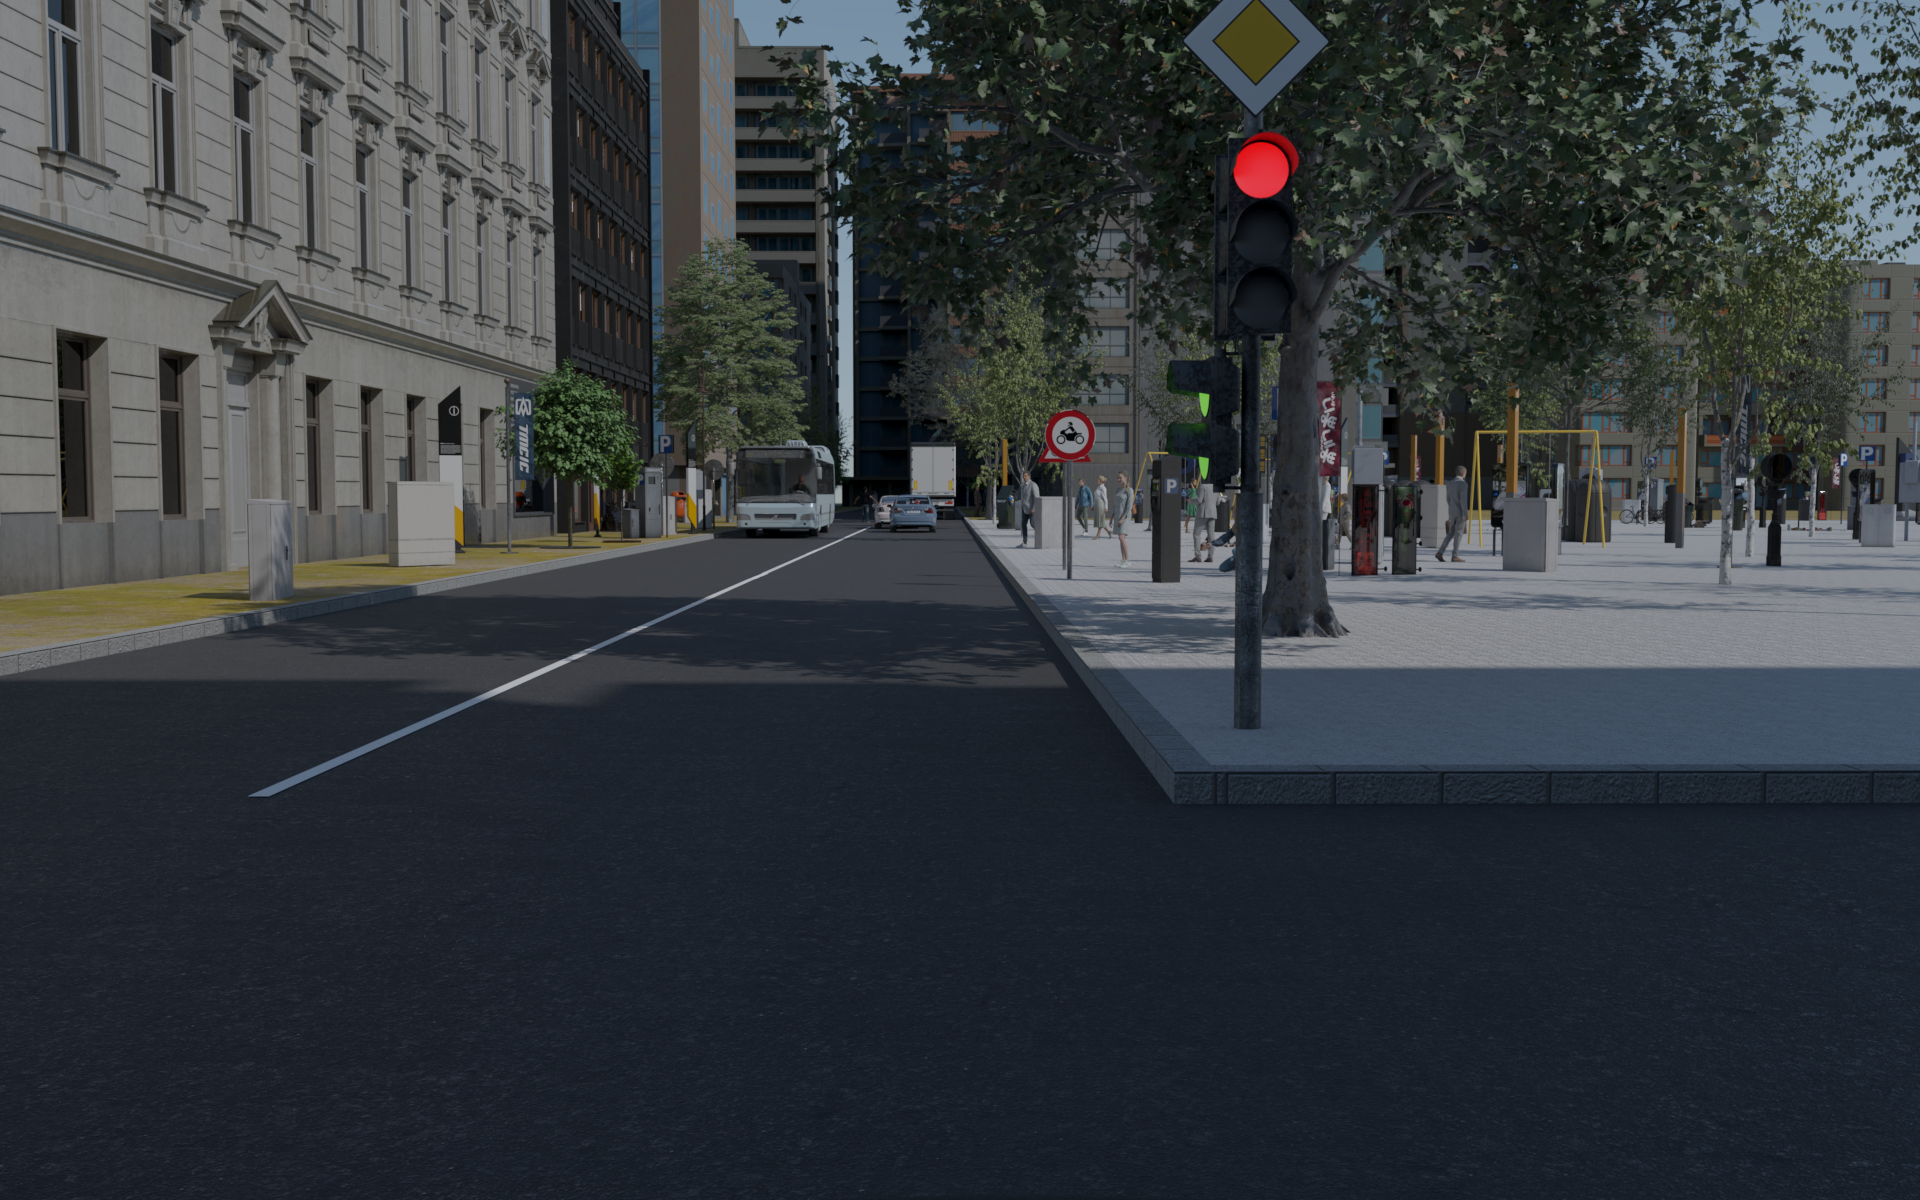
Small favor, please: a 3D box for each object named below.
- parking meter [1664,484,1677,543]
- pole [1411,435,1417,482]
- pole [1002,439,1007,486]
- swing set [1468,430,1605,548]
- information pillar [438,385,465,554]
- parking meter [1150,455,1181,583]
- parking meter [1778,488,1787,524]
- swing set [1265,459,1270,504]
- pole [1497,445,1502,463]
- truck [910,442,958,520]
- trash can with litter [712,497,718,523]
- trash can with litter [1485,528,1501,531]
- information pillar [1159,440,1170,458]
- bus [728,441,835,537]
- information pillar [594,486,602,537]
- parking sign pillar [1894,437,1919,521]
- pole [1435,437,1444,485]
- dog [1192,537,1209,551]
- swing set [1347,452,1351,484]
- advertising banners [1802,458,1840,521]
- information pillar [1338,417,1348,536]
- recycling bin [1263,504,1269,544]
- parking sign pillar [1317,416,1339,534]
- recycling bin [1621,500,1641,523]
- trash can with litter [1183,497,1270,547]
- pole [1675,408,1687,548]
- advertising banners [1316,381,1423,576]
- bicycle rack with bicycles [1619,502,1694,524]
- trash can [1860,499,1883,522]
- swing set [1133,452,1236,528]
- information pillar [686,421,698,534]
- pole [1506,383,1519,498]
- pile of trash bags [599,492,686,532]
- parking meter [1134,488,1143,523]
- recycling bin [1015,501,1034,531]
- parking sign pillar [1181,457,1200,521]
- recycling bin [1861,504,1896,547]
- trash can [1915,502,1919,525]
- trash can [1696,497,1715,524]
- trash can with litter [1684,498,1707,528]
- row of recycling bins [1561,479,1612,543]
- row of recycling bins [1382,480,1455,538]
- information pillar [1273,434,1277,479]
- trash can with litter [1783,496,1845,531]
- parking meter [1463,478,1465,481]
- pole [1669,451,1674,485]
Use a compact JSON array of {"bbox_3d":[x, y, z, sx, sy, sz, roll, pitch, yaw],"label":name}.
[{"bbox_3d":[18.630,-2.255,45.280,0.372,1.533,0.369,0,3,0],"label":"parking meter"},{"bbox_3d":[15.724,-4.051,60.070,0.158,3.312,0.155,0,3,0],"label":"pole"},{"bbox_3d":[1.665,-4.330,64.645,0.158,3.312,0.155,0,3,0],"label":"pole"},{"bbox_3d":[14.073,-2.762,42.776,3.119,2.851,2.862,1,4,11],"label":"swing set"},{"bbox_3d":[-10.943,-2.807,37.251,0.504,3.616,0.183,-2,4,-28],"label":"information pillar"},{"bbox_3d":[2.980,-1.185,25.080,0.399,1.863,0.255,-2,4,-25],"label":"parking meter"},{"bbox_3d":[34.920,-3.990,73.645,0.372,1.533,0.369,0,3,0],"label":"parking meter"},{"bbox_3d":[13.667,-4.818,76.394,3.119,2.851,2.862,-1,4,-16],"label":"swing set"},{"bbox_3d":[22.424,-4.781,72.020,0.158,3.312,0.155,0,3,0],"label":"pole"},{"bbox_3d":[-1.501,-6.752,99.301,2.839,4.237,11.283,0,4,0],"label":"truck"},{"bbox_3d":[-10.904,-3.924,75.546,0.624,1.170,1.055,0,4,-2],"label":"trash can with litter"},{"bbox_3d":[19.152,-3.010,60.273,1.678,1.210,2.233,0,4,-5],"label":"trash can with litter"},{"bbox_3d":[8.790,-5.095,74.663,0.504,3.616,0.183,2,4,27],"label":"information pillar"},{"bbox_3d":[-6.017,-4.037,60.872,2.948,3.499,13.247,0,4,-1],"label":"bus"},{"bbox_3d":[-10.814,-3.680,51.519,0.183,3.616,0.504,0,4,-3],"label":"information pillar"},{"bbox_3d":[45.167,-5.755,82.569,1.447,3.967,1.447,-2,4,-29],"label":"parking sign pillar"},{"bbox_3d":[12.725,-3.188,45.972,0.158,3.312,0.155,0,3,0],"label":"pole"},{"bbox_3d":[5.512,-1.319,39.308,0.748,0.427,0.550,-1,4,-13],"label":"dog"},{"bbox_3d":[14.177,-4.177,65.916,2.862,2.851,3.119,-2,4,-35],"label":"swing set"},{"bbox_3d":[41.662,-5.352,83.692,2.074,3.025,0.090,-1,4,-9],"label":"advertising banners"},{"bbox_3d":[11.659,-3.751,52.690,0.183,3.616,0.504,3,4,36],"label":"information pillar"},{"bbox_3d":[7.587,-1.976,44.868,0.722,1.027,0.722,1,4,19],"label":"recycling bin"},{"bbox_3d":[11.774,-4.151,56.348,1.447,3.967,1.447,-2,4,-33],"label":"parking sign pillar"},{"bbox_3d":[29.846,-3.946,77.076,0.722,1.027,0.722,1,4,12],"label":"recycling bin"},{"bbox_3d":[6.587,-1.898,42.092,1.678,1.210,2.233,-3,5,-44],"label":"trash can with litter"},{"bbox_3d":[17.039,-2.879,40.918,0.158,3.312,0.155,0,3,0],"label":"pole"},{"bbox_3d":[6.392,-1.894,27.163,2.074,3.025,0.090,-1,4,-23],"label":"advertising banners"},{"bbox_3d":[29.599,-3.687,73.661,2.925,0.926,2.852,2,4,24],"label":"bicycle rack with bicycles"},{"bbox_3d":[29.080,-2.673,55.357,0.748,1.137,0.748,0,3,0],"label":"trash can"},{"bbox_3d":[8.328,-4.144,65.368,3.119,2.851,2.862,-2,4,-30],"label":"swing set"},{"bbox_3d":[-8.561,-3.905,55.196,0.183,3.616,0.504,1,4,21],"label":"information pillar"},{"bbox_3d":[10.184,-2.331,31.954,0.158,3.312,0.155,0,3,0],"label":"pole"},{"bbox_3d":[-10.702,-3.060,59.790,1.912,1.369,3.447,2,4,32],"label":"pile of trash bags"},{"bbox_3d":[7.821,-4.121,75.792,0.372,1.533,0.369,0,3,0],"label":"parking meter"},{"bbox_3d":[2.416,-2.971,61.137,0.722,1.027,0.722,-2,4,-28],"label":"recycling bin"},{"bbox_3d":[10.687,-5.725,82.078,1.447,3.967,1.447,2,4,23],"label":"parking sign pillar"},{"bbox_3d":[22.295,-1.803,42.033,0.722,1.027,0.722,2,4,28],"label":"recycling bin"},{"bbox_3d":[40.097,-3.694,72.049,0.748,1.137,0.748,0,3,0],"label":"trash can"},{"bbox_3d":[31.972,-3.834,74.335,0.748,1.137,0.748,0,3,0],"label":"trash can"},{"bbox_3d":[27.771,-3.327,65.787,1.055,1.170,0.624,0,4,-4],"label":"trash can with litter"},{"bbox_3d":[17.004,-2.458,47.300,1.069,1.692,3.534,1,4,10],"label":"row of recycling bins"},{"bbox_3d":[13.498,-2.713,51.475,1.069,1.692,3.534,-1,4,-19],"label":"row of recycling bins"},{"bbox_3d":[11.054,-4.204,60.089,0.183,3.616,0.504,-2,4,-32],"label":"information pillar"},{"bbox_3d":[29.666,-3.010,60.271,1.678,1.210,2.233,-2,4,-24],"label":"trash can with litter"},{"bbox_3d":[18.132,-3.498,62.908,0.399,1.863,0.255,-3,4,-39],"label":"parking meter"},{"bbox_3d":[33.902,-5.426,82.551,0.158,3.312,0.155,0,3,0],"label":"pole"}]
